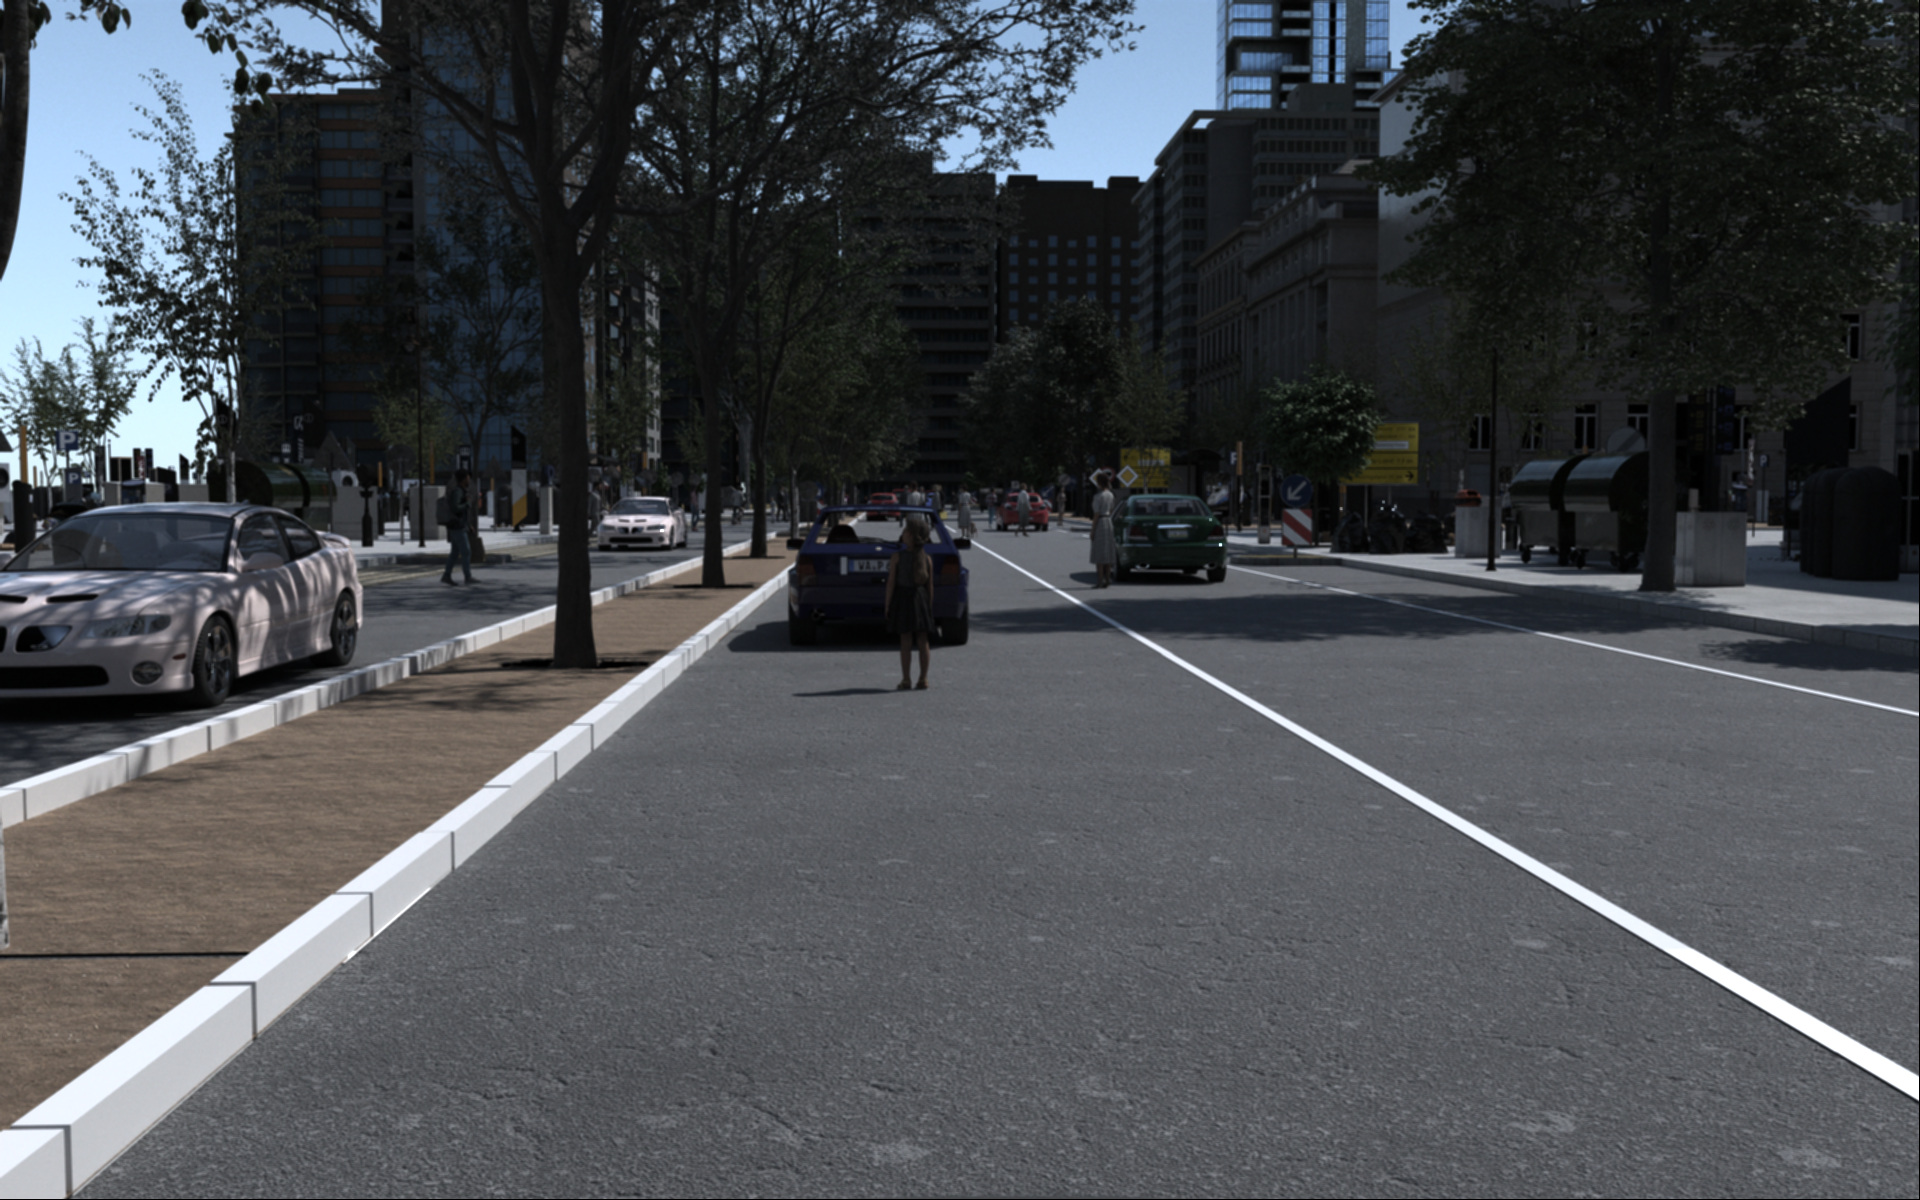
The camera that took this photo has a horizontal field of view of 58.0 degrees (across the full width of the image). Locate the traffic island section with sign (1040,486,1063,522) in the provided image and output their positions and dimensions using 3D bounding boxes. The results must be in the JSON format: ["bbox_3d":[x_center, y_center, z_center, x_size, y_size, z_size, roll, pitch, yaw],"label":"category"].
[{"bbox_3d":[4.348,-5.038,90.998,1.989,1.847,2.006,0,4,-2],"label":"traffic island section with sign"}]

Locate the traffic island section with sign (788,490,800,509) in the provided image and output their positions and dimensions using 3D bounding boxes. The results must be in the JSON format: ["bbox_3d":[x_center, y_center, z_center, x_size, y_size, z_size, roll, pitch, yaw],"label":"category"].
[{"bbox_3d":[-15.756,-9.732,167.740,1.989,1.847,2.006,0,4,-2],"label":"traffic island section with sign"}]

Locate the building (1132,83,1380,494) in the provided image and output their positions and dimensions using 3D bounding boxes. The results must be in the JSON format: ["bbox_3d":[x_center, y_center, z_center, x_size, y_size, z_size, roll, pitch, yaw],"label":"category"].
[{"bbox_3d":[32.827,-29.127,168.107,32.217,40.220,23.993,0,4,-2],"label":"building"}]

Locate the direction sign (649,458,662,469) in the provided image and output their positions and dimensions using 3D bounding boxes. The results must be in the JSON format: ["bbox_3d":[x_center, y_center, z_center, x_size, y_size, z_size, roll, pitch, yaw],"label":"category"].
[{"bbox_3d":[-19.251,-7.192,109.588,0.876,3.537,0.379,1,4,11],"label":"direction sign"}]

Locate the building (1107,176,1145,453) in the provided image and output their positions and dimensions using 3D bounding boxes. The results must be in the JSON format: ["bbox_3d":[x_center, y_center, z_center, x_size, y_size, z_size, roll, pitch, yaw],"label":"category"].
[{"bbox_3d":[26.649,-36.512,247.081,14.200,45.320,14.600,0,4,-2],"label":"building"}]

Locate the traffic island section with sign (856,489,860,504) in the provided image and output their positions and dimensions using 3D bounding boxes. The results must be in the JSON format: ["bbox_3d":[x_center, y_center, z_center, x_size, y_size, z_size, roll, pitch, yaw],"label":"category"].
[{"bbox_3d":[-8.484,-8.109,140.721,2.006,1.907,1.989,0,4,-2],"label":"traffic island section with sign"}]

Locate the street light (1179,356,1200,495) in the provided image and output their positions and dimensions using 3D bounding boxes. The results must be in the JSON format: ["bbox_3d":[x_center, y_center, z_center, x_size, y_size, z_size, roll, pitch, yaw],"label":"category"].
[{"bbox_3d":[7.683,-5.214,58.044,0.468,5.910,1.993,0,4,-2],"label":"street light"}]

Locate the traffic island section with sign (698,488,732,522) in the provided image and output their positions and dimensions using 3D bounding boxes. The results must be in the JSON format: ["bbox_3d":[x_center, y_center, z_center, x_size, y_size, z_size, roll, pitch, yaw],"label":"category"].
[{"bbox_3d":[-12.626,-5.012,90.571,1.989,1.847,2.006,0,4,-2],"label":"traffic island section with sign"}]

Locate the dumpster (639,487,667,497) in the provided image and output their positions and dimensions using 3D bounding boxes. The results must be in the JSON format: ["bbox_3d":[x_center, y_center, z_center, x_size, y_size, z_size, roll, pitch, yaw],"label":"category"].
[{"bbox_3d":[-18.927,-6.367,106.595,1.502,2.255,1.985,0,4,-2],"label":"dumpster"}]

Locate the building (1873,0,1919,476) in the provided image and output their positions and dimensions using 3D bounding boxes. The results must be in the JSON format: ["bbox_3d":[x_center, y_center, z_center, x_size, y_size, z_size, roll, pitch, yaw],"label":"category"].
[{"bbox_3d":[30.158,-11.698,33.060,13.314,21.916,24.055,0,4,-2],"label":"building"}]

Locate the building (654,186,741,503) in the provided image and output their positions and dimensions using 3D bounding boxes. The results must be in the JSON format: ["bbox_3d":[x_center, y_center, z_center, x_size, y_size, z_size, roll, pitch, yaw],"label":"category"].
[{"bbox_3d":[-45.879,-36.285,247.885,28.867,44.769,22.147,0,4,-2],"label":"building"}]

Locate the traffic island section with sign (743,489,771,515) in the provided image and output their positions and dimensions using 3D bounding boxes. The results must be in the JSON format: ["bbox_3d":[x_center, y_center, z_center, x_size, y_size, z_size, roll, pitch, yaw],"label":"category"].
[{"bbox_3d":[-13.727,-6.673,117.724,1.989,1.847,2.006,0,4,-2],"label":"traffic island section with sign"}]

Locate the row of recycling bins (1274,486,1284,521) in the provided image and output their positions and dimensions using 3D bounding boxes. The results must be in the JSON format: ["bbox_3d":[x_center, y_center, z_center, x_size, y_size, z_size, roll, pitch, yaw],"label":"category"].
[{"bbox_3d":[16.027,-4.733,84.498,1.069,1.692,3.534,0,4,-2],"label":"row of recycling bins"}]

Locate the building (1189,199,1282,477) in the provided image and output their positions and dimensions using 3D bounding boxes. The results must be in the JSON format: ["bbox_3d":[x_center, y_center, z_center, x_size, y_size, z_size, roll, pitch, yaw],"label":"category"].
[{"bbox_3d":[24.583,-18.543,132.054,11.050,23.489,19.941,0,4,-2],"label":"building"}]

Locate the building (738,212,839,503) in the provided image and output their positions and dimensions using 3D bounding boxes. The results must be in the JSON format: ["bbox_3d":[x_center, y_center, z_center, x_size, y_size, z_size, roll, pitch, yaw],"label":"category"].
[{"bbox_3d":[-24.072,-34.304,244.457,14.086,41.232,14.154,0,4,-2],"label":"building"}]

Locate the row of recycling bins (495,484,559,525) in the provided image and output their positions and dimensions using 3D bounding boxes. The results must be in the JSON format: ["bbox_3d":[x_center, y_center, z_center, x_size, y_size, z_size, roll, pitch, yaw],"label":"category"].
[{"bbox_3d":[-17.486,-3.970,72.027,3.534,1.692,1.069,-1,4,-23],"label":"row of recycling bins"}]

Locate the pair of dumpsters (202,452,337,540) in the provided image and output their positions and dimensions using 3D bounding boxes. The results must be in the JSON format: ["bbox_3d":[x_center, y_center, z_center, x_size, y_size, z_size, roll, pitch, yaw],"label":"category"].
[{"bbox_3d":[-15.213,-2.189,38.290,1.574,2.255,4.437,0,4,-2],"label":"pair of dumpsters"}]

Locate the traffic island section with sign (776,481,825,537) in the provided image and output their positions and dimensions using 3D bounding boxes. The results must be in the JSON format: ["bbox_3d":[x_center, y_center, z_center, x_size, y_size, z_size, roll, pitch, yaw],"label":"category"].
[{"bbox_3d":[-5.137,-3.065,58.243,2.006,1.907,1.989,0,4,-2],"label":"traffic island section with sign"}]

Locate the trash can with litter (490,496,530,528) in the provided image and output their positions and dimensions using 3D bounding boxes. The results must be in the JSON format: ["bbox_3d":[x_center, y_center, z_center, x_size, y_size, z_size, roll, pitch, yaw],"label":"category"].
[{"bbox_3d":[-17.175,-3.383,66.367,1.678,1.210,2.233,2,4,26],"label":"trash can with litter"}]

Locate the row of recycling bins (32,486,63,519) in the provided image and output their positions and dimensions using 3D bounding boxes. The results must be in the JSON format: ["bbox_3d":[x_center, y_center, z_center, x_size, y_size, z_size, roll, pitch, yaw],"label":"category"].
[{"bbox_3d":[-46.254,-4.979,88.527,3.534,1.692,1.069,2,4,35],"label":"row of recycling bins"}]

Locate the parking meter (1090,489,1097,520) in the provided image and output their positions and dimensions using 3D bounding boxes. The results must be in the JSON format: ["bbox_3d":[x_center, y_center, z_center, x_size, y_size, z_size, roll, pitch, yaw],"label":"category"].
[{"bbox_3d":[6.598,-4.723,85.633,0.372,1.533,0.369,0,3,0],"label":"parking meter"}]

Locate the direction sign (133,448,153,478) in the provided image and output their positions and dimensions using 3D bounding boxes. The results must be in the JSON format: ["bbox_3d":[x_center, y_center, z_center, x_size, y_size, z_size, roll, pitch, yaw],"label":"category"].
[{"bbox_3d":[-40.407,-5.734,85.744,0.876,3.537,0.379,-2,4,-27],"label":"direction sign"}]

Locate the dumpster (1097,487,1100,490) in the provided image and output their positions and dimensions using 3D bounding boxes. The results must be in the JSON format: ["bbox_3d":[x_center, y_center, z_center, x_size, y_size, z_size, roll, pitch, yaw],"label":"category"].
[{"bbox_3d":[8.963,-6.616,113.935,1.264,1.857,1.865,0,4,-2],"label":"dumpster"}]

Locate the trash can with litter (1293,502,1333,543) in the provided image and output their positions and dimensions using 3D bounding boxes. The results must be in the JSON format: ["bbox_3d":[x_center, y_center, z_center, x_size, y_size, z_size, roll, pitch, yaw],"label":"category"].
[{"bbox_3d":[9.306,-2.090,45.566,1.055,1.170,0.624,-1,4,-21],"label":"trash can with litter"}]

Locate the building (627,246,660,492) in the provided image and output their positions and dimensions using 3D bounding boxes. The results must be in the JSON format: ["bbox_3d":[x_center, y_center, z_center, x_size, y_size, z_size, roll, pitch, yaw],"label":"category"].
[{"bbox_3d":[-41.303,-25.896,195.096,14.107,30.474,14.160,0,4,-2],"label":"building"}]

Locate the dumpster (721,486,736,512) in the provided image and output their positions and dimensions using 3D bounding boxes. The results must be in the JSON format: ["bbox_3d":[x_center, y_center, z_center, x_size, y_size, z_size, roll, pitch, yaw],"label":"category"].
[{"bbox_3d":[-16.960,-7.377,126.368,1.264,1.857,1.865,0,4,-2],"label":"dumpster"}]

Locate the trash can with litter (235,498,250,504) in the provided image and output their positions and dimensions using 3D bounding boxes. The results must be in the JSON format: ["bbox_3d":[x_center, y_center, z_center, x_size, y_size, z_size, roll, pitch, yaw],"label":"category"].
[{"bbox_3d":[-13.580,-1.374,33.518,1.678,1.210,2.233,1,4,18],"label":"trash can with litter"}]

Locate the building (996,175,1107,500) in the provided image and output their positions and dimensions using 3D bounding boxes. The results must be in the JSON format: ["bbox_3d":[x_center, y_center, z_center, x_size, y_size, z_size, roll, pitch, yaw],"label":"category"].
[{"bbox_3d":[12.483,-36.444,245.967,14.200,45.320,14.600,0,4,-2],"label":"building"}]

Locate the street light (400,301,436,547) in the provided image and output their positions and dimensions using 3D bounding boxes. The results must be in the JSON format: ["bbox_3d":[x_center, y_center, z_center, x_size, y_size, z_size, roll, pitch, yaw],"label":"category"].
[{"bbox_3d":[-13.014,-4.216,41.721,0.468,5.910,1.993,0,4,-2],"label":"street light"}]

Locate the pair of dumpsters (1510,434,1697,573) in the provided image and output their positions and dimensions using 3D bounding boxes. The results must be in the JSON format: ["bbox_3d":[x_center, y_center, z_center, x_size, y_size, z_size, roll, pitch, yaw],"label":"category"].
[{"bbox_3d":[11.143,-1.693,30.174,1.574,2.255,4.437,0,4,-2],"label":"pair of dumpsters"}]

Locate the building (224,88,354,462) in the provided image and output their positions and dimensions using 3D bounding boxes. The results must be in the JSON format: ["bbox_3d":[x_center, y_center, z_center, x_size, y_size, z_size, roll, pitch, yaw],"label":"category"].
[{"bbox_3d":[-62.910,-32.750,190.093,28.867,44.769,22.147,0,4,-2],"label":"building"}]

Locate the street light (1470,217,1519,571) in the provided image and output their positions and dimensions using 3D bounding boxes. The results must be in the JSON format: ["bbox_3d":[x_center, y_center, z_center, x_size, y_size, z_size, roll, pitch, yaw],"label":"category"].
[{"bbox_3d":[8.882,-3.425,28.786,0.468,5.910,1.993,0,4,-2],"label":"street light"}]

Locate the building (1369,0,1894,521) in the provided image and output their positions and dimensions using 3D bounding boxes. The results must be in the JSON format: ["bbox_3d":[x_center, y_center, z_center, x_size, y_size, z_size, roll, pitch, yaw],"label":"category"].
[{"bbox_3d":[34.660,-17.752,87.505,25.104,27.353,12.463,0,4,-2],"label":"building"}]

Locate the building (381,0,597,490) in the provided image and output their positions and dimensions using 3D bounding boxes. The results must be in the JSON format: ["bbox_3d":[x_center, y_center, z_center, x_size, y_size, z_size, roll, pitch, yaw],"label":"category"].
[{"bbox_3d":[-39.041,-30.345,146.253,14.600,45.320,14.200,0,4,-2],"label":"building"}]

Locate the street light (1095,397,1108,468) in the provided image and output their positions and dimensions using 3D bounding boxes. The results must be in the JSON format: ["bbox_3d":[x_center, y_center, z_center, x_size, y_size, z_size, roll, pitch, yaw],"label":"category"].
[{"bbox_3d":[6.672,-6.654,81.587,0.468,5.910,1.993,0,4,-2],"label":"street light"}]

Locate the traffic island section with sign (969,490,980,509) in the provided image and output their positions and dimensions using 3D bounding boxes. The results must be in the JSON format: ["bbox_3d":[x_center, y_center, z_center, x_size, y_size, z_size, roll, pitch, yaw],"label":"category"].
[{"bbox_3d":[1.208,-9.753,168.090,1.989,1.847,2.006,0,4,-2],"label":"traffic island section with sign"}]

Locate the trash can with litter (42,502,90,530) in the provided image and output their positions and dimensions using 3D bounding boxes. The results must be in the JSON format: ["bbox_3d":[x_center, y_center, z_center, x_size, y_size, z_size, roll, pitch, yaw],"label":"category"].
[{"bbox_3d":[-12.721,-0.814,24.701,0.624,1.170,1.055,-2,4,-26],"label":"trash can with litter"}]

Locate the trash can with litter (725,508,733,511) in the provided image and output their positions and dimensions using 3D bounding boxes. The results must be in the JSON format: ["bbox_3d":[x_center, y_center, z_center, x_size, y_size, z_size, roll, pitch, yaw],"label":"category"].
[{"bbox_3d":[-18.487,-7.530,134.180,2.233,1.210,1.678,0,4,-3],"label":"trash can with litter"}]

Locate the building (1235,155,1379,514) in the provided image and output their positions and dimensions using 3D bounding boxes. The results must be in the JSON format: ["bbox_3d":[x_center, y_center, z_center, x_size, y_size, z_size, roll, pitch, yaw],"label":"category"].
[{"bbox_3d":[26.393,-16.403,109.983,13.314,21.916,24.055,0,4,-2],"label":"building"}]

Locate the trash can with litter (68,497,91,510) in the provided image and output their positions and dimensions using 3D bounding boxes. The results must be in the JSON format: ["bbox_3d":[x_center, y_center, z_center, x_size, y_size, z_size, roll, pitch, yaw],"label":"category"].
[{"bbox_3d":[-22.059,-2.024,44.144,2.233,1.210,1.678,0,4,-7],"label":"trash can with litter"}]

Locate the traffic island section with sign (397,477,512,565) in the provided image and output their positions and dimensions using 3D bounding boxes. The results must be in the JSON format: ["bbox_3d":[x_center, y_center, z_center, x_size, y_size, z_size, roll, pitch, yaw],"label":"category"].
[{"bbox_3d":[-10.408,-1.668,35.894,1.989,1.847,2.006,0,4,-2],"label":"traffic island section with sign"}]

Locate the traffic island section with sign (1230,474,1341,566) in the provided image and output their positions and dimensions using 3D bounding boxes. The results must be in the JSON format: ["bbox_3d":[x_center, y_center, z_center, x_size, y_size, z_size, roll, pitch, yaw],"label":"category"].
[{"bbox_3d":[6.605,-1.641,35.453,1.989,1.847,2.006,0,4,-2],"label":"traffic island section with sign"}]

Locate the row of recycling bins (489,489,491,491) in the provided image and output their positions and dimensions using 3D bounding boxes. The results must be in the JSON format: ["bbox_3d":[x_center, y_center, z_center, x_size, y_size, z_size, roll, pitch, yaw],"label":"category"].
[{"bbox_3d":[-35.324,-7.581,131.068,3.534,1.692,1.069,3,5,44],"label":"row of recycling bins"}]

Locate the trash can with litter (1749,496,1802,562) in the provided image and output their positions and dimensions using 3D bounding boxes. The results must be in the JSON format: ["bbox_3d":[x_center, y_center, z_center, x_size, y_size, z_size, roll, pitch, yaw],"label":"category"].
[{"bbox_3d":[16.058,-1.338,32.927,1.678,1.210,2.233,1,4,16],"label":"trash can with litter"}]

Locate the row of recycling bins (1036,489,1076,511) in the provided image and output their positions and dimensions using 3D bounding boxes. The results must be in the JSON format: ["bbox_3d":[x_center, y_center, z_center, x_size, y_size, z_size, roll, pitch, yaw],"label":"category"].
[{"bbox_3d":[7.490,-7.640,132.029,3.534,1.692,1.069,-1,4,-21],"label":"row of recycling bins"}]

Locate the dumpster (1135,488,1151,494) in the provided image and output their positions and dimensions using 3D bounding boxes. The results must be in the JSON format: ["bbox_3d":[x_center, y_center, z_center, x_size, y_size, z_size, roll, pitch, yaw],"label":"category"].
[{"bbox_3d":[9.191,-5.370,90.286,1.502,2.255,1.985,0,4,-2],"label":"dumpster"}]

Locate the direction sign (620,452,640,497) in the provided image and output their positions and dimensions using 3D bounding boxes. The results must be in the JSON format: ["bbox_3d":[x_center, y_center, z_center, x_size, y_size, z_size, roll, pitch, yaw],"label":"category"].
[{"bbox_3d":[-17.927,-6.208,93.490,0.876,3.537,0.379,-3,4,-38],"label":"direction sign"}]

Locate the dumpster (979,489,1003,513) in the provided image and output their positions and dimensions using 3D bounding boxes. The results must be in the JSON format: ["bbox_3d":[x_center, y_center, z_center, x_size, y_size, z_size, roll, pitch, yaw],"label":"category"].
[{"bbox_3d":[2.410,-7.752,134.955,1.865,1.857,1.264,0,4,-4],"label":"dumpster"}]

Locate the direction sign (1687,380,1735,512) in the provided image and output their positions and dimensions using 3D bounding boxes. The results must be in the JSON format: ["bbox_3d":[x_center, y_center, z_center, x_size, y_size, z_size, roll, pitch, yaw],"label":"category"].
[{"bbox_3d":[15.040,-2.615,34.751,0.876,3.537,0.379,2,4,34],"label":"direction sign"}]

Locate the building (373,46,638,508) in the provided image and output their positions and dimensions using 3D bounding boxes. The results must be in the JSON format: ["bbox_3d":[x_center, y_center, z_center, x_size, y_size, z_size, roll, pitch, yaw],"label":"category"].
[{"bbox_3d":[-43.236,-31.398,167.979,22.147,44.769,28.867,0,4,-2],"label":"building"}]

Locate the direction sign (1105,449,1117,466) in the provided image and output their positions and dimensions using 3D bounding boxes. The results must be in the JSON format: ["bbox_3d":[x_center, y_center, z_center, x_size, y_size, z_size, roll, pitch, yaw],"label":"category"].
[{"bbox_3d":[7.591,-5.799,86.803,0.876,3.537,0.379,-2,4,-34],"label":"direction sign"}]

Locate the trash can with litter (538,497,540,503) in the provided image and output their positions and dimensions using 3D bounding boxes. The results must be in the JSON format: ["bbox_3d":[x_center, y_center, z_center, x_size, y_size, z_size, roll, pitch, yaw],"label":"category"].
[{"bbox_3d":[-32.048,-7.231,129.620,0.624,1.170,1.055,3,5,40],"label":"trash can with litter"}]

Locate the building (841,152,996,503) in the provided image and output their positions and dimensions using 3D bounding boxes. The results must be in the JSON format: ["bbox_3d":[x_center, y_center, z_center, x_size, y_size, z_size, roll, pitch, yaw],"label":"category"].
[{"bbox_3d":[-6.042,-38.180,247.939,21.600,48.544,21.300,0,4,-2],"label":"building"}]

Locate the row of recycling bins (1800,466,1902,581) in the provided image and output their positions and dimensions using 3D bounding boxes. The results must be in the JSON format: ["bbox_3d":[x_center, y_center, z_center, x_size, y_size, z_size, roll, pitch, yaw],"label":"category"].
[{"bbox_3d":[13.844,-1.221,27.081,1.069,1.692,3.534,1,4,17],"label":"row of recycling bins"}]

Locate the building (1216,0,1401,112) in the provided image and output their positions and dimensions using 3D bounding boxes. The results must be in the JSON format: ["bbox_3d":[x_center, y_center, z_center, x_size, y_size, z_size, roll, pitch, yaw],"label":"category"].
[{"bbox_3d":[49.661,-57.360,250.503,31.000,86.520,22.319,0,4,-2],"label":"building"}]

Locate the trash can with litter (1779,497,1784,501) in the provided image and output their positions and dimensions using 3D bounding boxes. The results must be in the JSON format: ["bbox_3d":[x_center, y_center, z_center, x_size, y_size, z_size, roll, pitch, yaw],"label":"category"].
[{"bbox_3d":[64.828,-7.602,135.676,1.055,1.170,0.624,2,4,23],"label":"trash can with litter"}]

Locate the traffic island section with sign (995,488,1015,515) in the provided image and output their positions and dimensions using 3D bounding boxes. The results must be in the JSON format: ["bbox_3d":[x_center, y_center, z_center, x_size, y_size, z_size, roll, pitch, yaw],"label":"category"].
[{"bbox_3d":[3.242,-6.691,118.018,1.989,1.847,2.006,0,4,-2],"label":"traffic island section with sign"}]

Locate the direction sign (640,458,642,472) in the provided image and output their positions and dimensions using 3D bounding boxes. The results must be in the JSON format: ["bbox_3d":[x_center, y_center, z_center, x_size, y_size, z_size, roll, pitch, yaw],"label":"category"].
[{"bbox_3d":[-20.447,-7.221,110.063,0.876,3.537,0.379,1,4,12],"label":"direction sign"}]
